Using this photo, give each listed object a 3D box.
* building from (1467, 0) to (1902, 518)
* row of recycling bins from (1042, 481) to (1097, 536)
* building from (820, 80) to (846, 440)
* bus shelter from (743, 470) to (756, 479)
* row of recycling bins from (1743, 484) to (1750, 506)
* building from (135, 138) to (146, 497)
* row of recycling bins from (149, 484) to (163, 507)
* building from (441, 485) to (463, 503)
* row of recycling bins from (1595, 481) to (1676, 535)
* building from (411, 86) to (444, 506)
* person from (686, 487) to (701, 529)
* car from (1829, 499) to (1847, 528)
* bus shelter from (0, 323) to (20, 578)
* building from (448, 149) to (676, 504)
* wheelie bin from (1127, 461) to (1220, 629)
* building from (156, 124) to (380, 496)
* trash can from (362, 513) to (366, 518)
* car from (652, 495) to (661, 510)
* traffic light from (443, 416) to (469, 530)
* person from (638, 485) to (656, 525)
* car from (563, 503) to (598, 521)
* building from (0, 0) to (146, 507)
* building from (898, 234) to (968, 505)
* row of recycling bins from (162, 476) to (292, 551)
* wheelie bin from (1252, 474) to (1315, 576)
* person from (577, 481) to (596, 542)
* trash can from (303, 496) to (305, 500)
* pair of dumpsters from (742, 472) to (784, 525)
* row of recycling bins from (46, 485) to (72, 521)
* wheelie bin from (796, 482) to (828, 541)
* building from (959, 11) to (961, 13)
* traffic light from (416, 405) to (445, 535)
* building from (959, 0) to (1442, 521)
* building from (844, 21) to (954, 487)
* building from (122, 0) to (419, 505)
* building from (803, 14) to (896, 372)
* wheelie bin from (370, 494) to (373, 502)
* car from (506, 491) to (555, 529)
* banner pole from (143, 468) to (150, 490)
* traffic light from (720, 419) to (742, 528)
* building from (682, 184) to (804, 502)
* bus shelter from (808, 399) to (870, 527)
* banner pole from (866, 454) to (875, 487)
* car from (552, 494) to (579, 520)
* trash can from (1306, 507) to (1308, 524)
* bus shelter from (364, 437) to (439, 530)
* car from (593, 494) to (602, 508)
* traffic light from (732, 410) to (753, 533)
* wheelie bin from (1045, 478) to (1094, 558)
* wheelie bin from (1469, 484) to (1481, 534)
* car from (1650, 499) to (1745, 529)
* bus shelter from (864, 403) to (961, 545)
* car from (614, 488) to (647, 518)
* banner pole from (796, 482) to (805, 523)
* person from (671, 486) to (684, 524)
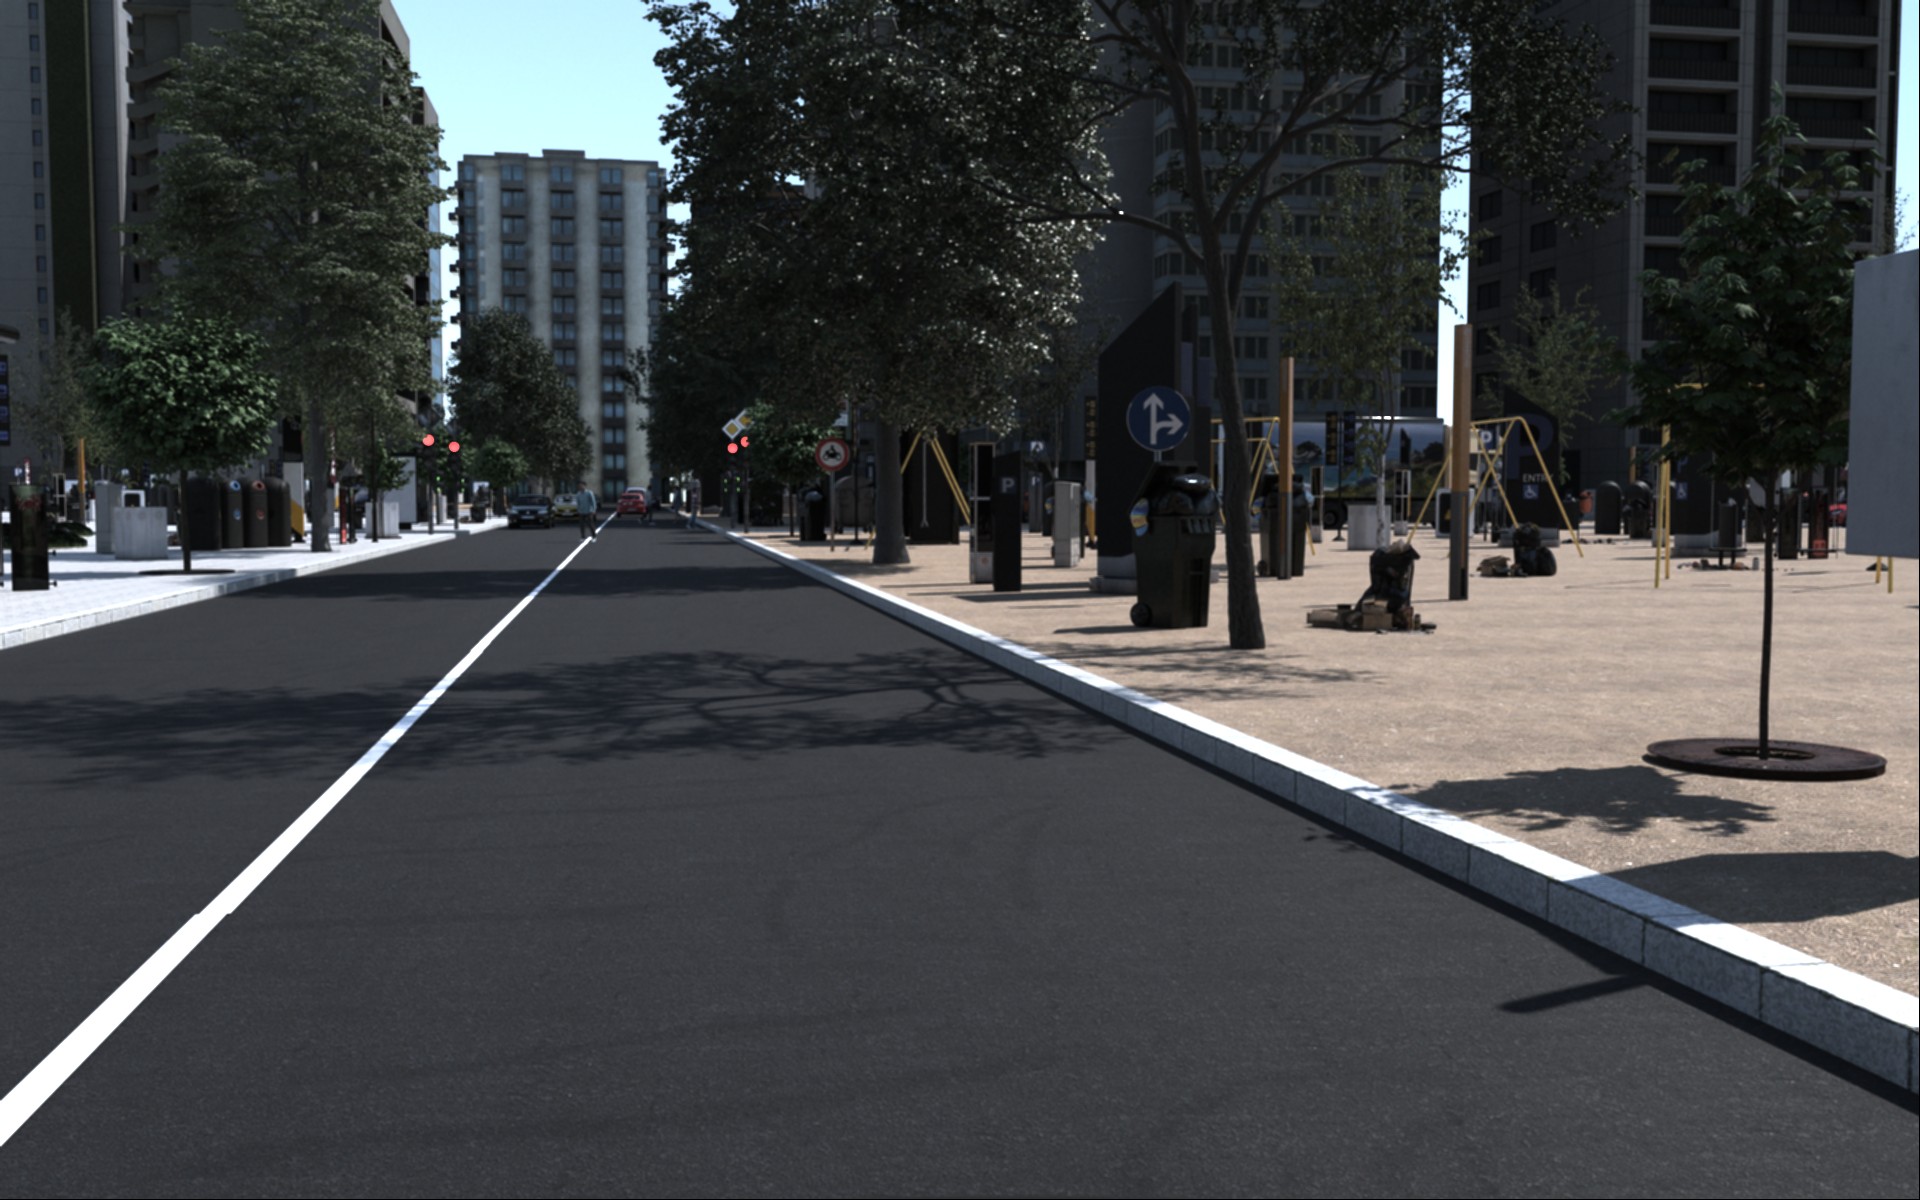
[{"bbox_3d":[43.534,-40.389,98.605,20.611,71.187,20.563,-1,4,-11],"label":"building"},{"bbox_3d":[4.100,-2.833,53.437,3.534,1.692,1.069,-2,4,-34],"label":"row of recycling bins"},{"bbox_3d":[-5.915,-31.737,169.010,14.600,45.320,14.200,-1,4,-11],"label":"building"},{"bbox_3d":[-13.774,-8.547,117.376,2.179,5.291,8.768,-1,4,-11],"label":"bus shelter"},{"bbox_3d":[33.240,-4.035,73.082,1.069,1.692,3.534,2,4,28],"label":"row of recycling bins"},{"bbox_3d":[-77.647,-30.575,183.488,14.086,41.232,14.154,-1,4,-11],"label":"building"},{"bbox_3d":[-32.632,-3.973,72.064,3.534,1.692,1.069,3,5,39],"label":"row of recycling bins"},{"bbox_3d":[-84.676,-39.747,239.107,27.495,52.752,28.713,-1,4,-11],"label":"building"},{"bbox_3d":[21.978,-2.922,54.885,3.534,1.692,1.069,2,4,28],"label":"row of recycling bins"},{"bbox_3d":[-63.761,-32.779,186.040,14.200,45.320,14.600,-1,4,-11],"label":"building"},{"bbox_3d":[-10.975,-3.793,71.360,0.643,1.720,0.563,-1,4,-10],"label":"person"},{"bbox_3d":[35.839,-3.628,68.364,4.494,1.783,2.155,-1,4,-9],"label":"car"},{"bbox_3d":[-11.967,-2.414,17.102,2.179,5.291,8.768,-1,4,-11],"label":"bus shelter"},{"bbox_3d":[-55.344,-38.147,243.313,30.456,49.044,23.786,-1,4,-11],"label":"building"},{"bbox_3d":[2.097,-0.540,16.744,0.980,1.594,0.693,-3,5,-43],"label":"wheelie bin"},{"bbox_3d":[-55.023,-22.483,139.294,14.160,30.474,14.107,-1,4,-11],"label":"building"},{"bbox_3d":[-32.219,-5.034,93.966,0.748,1.137,0.748,0,3,0],"label":"trash can"},{"bbox_3d":[-27.377,-8.599,153.166,1.945,1.354,3.894,-1,4,-11],"label":"car"},{"bbox_3d":[-18.228,-4.509,62.641,0.839,4.253,0.868,-1,4,-11],"label":"traffic light"},{"bbox_3d":[-14.652,-4.445,81.027,0.795,1.843,0.661,-2,4,-30],"label":"person"},{"bbox_3d":[-20.372,-4.904,92.758,1.945,1.354,3.894,-1,4,-12],"label":"car"},{"bbox_3d":[-97.889,-38.754,175.629,28.212,58.520,21.231,-1,4,-11],"label":"building"},{"bbox_3d":[9.677,-17.419,129.847,27.650,21.520,28.899,-1,4,-11],"label":"building"},{"bbox_3d":[-17.061,-2.060,40.791,1.069,1.692,3.534,1,4,13],"label":"row of recycling bins"},{"bbox_3d":[5.089,-1.176,27.128,0.980,1.594,0.693,-1,4,-9],"label":"wheelie bin"},{"bbox_3d":[-11.166,-2.651,51.869,0.660,1.820,0.620,1,4,15],"label":"person"},{"bbox_3d":[-44.074,-6.363,115.683,0.748,1.137,0.748,0,3,0],"label":"trash can"},{"bbox_3d":[-8.193,-4.281,72.490,1.574,2.255,4.437,-1,4,-11],"label":"pair of dumpsters"},{"bbox_3d":[-42.865,-4.542,81.380,1.069,1.692,3.534,1,4,11],"label":"row of recycling bins"},{"bbox_3d":[-4.051,-2.414,47.373,0.693,1.594,0.980,-3,4,-38],"label":"wheelie bin"},{"bbox_3d":[4.055,-57.457,252.094,31.000,86.520,22.319,-1,4,-11],"label":"building"},{"bbox_3d":[-16.753,-4.029,54.792,0.839,4.253,0.868,-1,4,-11],"label":"traffic light"},{"bbox_3d":[13.225,-24.764,96.775,23.993,40.220,32.217,-1,4,-11],"label":"building"},{"bbox_3d":[-3.500,-28.816,154.731,14.154,41.232,14.086,-1,4,-11],"label":"building"},{"bbox_3d":[-61.548,-32.555,155.982,21.300,48.544,21.600,-1,4,-11],"label":"building"},{"bbox_3d":[-2.472,-36.781,190.600,28.713,52.752,27.495,-1,4,-11],"label":"building"},{"bbox_3d":[-24.716,-3.995,73.219,0.980,1.594,0.693,-2,4,-24],"label":"wheelie bin"},{"bbox_3d":[-17.968,-3.847,72.683,2.009,1.686,4.222,-1,4,-9],"label":"car"},{"bbox_3d":[-55.886,-7.908,119.310,0.863,3.779,0.401,-3,4,-38],"label":"banner pole"},{"bbox_3d":[-8.490,-4.621,64.481,0.839,4.253,0.868,-1,4,-11],"label":"traffic light"},{"bbox_3d":[-25.545,-36.253,247.363,28.867,44.769,22.147,-1,4,-11],"label":"building"},{"bbox_3d":[-5.306,-5.697,70.777,2.179,5.291,8.768,-1,4,-11],"label":"bus shelter"},{"bbox_3d":[-4.723,-6.385,94.409,0.863,3.779,0.401,1,4,10],"label":"banner pole"},{"bbox_3d":[-19.488,-4.635,86.006,2.015,1.641,3.980,-1,4,-12],"label":"car"},{"bbox_3d":[11.529,-2.891,58.926,0.748,1.137,0.748,0,3,0],"label":"trash can"},{"bbox_3d":[-20.729,-4.321,64.568,2.014,3.302,5.546,-1,4,-11],"label":"bus shelter"},{"bbox_3d":[-39.035,-10.517,183.755,2.131,1.459,4.920,-1,4,-10],"label":"car"},{"bbox_3d":[-7.015,-4.141,56.632,0.839,4.253,0.868,-1,4,-11],"label":"traffic light"},{"bbox_3d":[2.220,-1.643,34.775,0.980,1.594,0.693,0,4,-7],"label":"wheelie bin"},{"bbox_3d":[16.434,-2.933,55.856,0.980,1.594,0.693,-3,5,-40],"label":"wheelie bin"},{"bbox_3d":[28.697,-3.548,67.045,4.494,1.783,2.155,-1,4,-12],"label":"car"},{"bbox_3d":[-1.331,-3.390,46.717,1.731,3.624,6.357,-1,4,-11],"label":"bus shelter"},{"bbox_3d":[-19.962,-5.887,105.284,2.155,1.783,4.494,-1,4,-11],"label":"car"},{"bbox_3d":[-7.085,-5.235,75.606,0.401,3.779,0.863,-1,4,-11],"label":"banner pole"},{"bbox_3d":[-13.397,-4.506,82.202,0.654,1.822,0.581,-2,4,-27],"label":"person"}]
